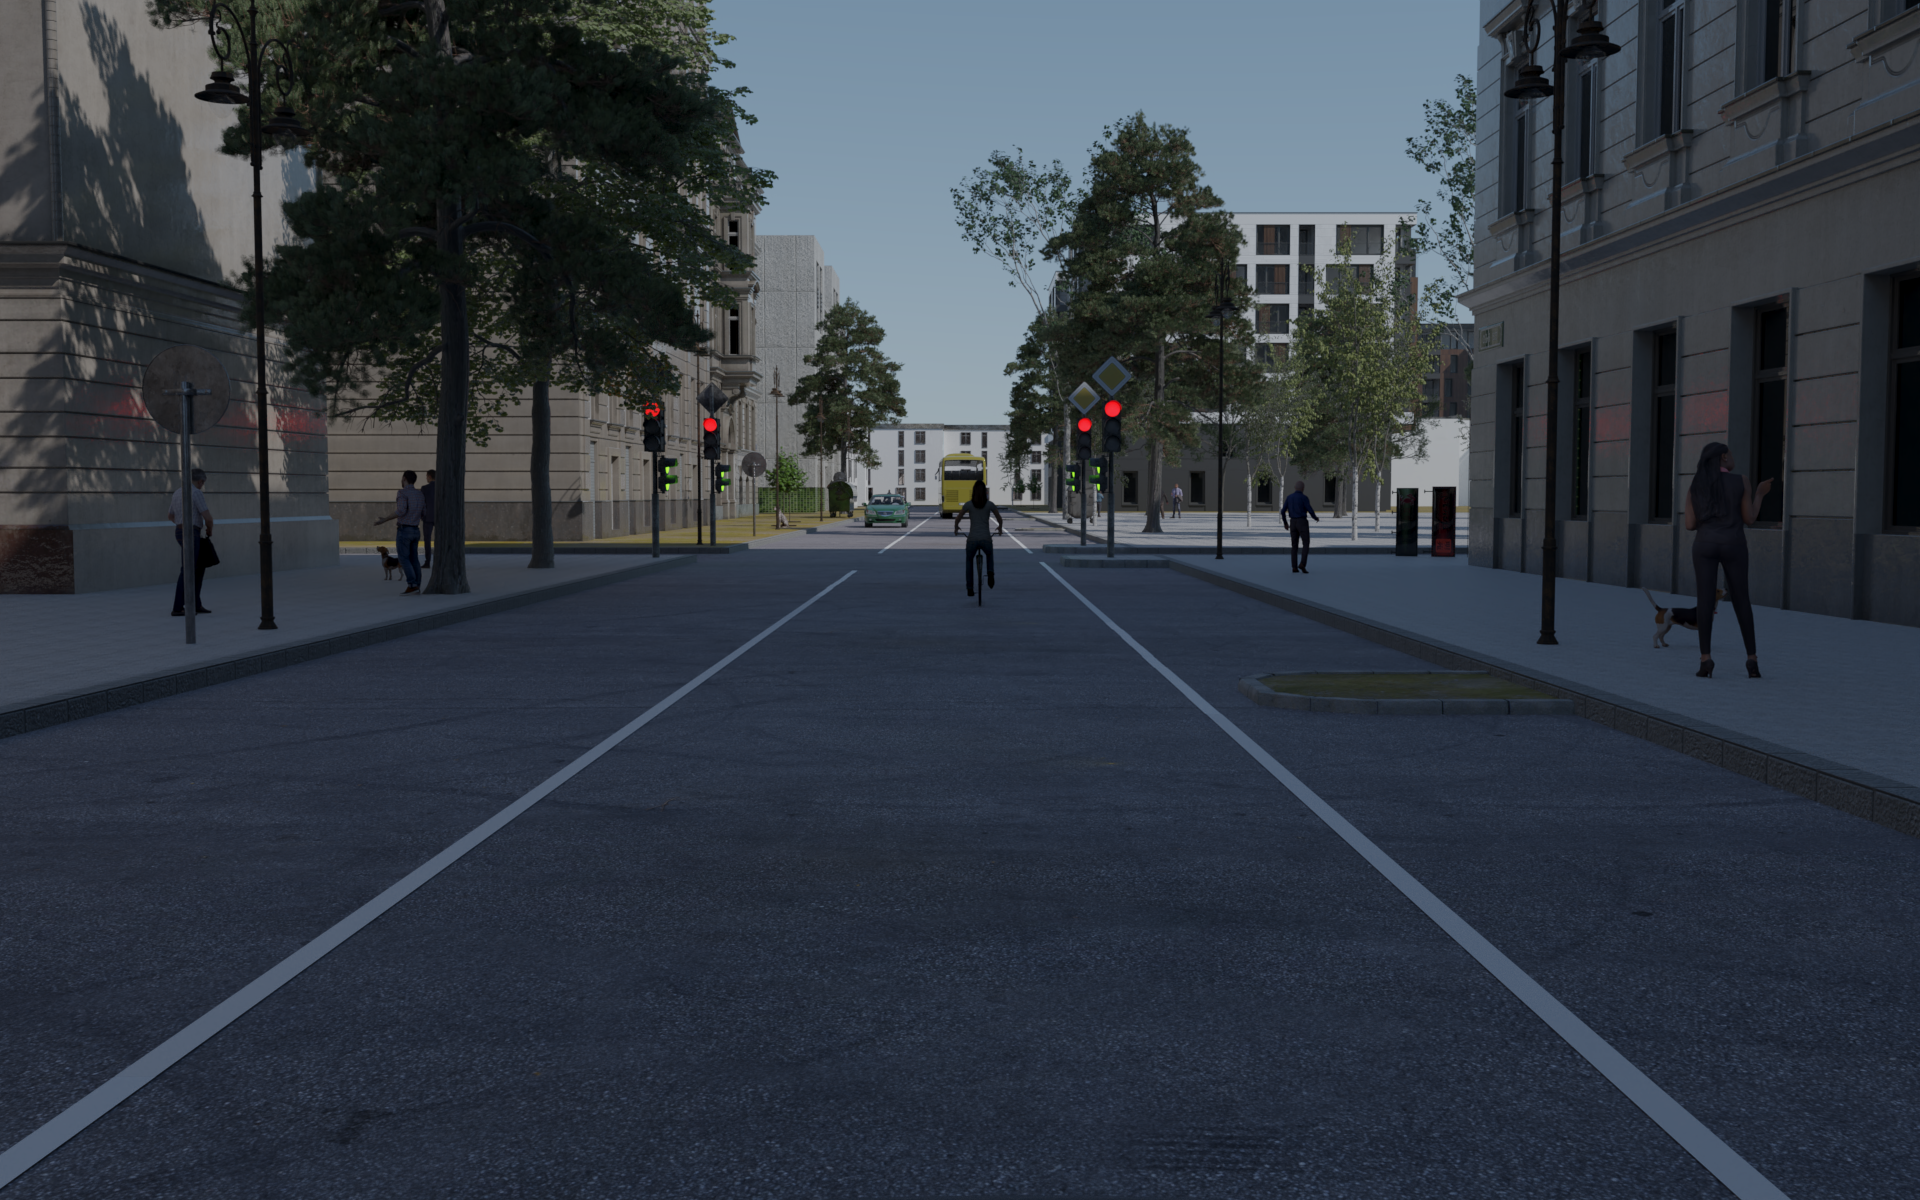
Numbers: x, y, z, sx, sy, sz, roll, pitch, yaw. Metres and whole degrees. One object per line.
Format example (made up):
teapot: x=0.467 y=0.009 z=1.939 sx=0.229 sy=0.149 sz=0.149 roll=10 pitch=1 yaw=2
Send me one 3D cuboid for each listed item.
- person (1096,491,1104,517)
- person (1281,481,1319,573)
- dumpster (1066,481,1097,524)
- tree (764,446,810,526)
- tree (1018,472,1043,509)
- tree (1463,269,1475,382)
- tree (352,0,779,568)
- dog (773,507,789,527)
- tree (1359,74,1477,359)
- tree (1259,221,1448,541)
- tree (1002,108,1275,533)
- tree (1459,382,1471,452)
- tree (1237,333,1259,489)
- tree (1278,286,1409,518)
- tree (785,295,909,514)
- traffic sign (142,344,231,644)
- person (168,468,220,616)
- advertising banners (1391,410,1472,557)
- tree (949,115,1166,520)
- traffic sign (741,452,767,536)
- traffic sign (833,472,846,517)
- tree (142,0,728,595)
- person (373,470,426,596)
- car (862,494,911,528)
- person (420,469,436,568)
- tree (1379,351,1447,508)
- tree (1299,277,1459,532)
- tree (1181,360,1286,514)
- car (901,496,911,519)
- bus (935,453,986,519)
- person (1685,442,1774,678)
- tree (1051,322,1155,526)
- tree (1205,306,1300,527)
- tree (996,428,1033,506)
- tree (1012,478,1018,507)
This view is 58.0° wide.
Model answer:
person: x=7.626 y=-5.308 z=95.044 sx=0.429 sy=1.552 sz=0.499 roll=-1 pitch=4 yaw=-19
person: x=5.604 y=-1.191 z=28.211 sx=0.600 sy=1.496 sz=0.574 roll=-2 pitch=4 yaw=-27
dumpster: x=5.269 y=-4.235 z=74.994 sx=1.264 sy=1.857 sz=1.865 roll=0 pitch=4 yaw=0
tree: x=-7.157 y=-4.557 z=69.109 sx=1.663 sy=3.219 sz=1.824 roll=0 pitch=3 yaw=0
tree: x=6.529 y=-9.543 z=150.629 sx=1.663 sy=3.219 sz=1.824 roll=0 pitch=3 yaw=0
tree: x=18.157 y=-8.678 z=49.315 sx=7.806 sy=13.903 sz=7.818 roll=0 pitch=3 yaw=0
tree: x=-6.852 y=-6.833 z=29.844 sx=7.486 sy=12.596 sz=7.792 roll=0 pitch=3 yaw=0
dog: x=-6.735 y=-3.191 z=66.559 sx=0.800 sy=0.831 sz=0.513 roll=0 pitch=4 yaw=8
tree: x=24.118 y=-13.511 z=76.792 sx=12.611 sy=20.169 sz=13.585 roll=0 pitch=3 yaw=0
tree: x=11.125 y=-5.941 z=47.504 sx=4.737 sy=8.622 sz=4.395 roll=0 pitch=3 yaw=0
tree: x=6.740 y=-9.170 z=57.358 sx=7.806 sy=13.903 sz=7.818 roll=0 pitch=3 yaw=0
tree: x=31.577 y=-9.334 z=102.971 sx=4.360 sy=8.622 sz=3.978 roll=0 pitch=3 yaw=0
tree: x=13.914 y=-7.624 z=75.019 sx=4.737 sy=8.622 sz=4.395 roll=0 pitch=3 yaw=0
tree: x=20.067 y=-10.342 z=91.155 sx=6.751 sy=12.117 sz=7.091 roll=0 pitch=3 yaw=0
tree: x=-7.299 y=-12.473 z=111.351 sx=7.806 sy=13.903 sz=7.818 roll=0 pitch=3 yaw=0
traffic sign: x=-6.601 y=-0.898 z=14.786 sx=0.768 sy=2.556 sz=0.104 roll=0 pitch=4 yaw=2
person: x=-8.179 y=-0.621 z=18.406 sx=0.614 sy=1.554 sz=0.590 roll=2 pitch=4 yaw=34
advertising banners: x=9.832 y=-2.389 z=35.254 sx=2.074 sy=3.025 sz=0.090 roll=2 pitch=4 yaw=30
tree: x=6.755 y=-14.048 z=85.569 sx=12.611 sy=20.169 sz=13.585 roll=0 pitch=3 yaw=0
traffic sign: x=-6.244 y=-3.204 z=52.495 sx=0.768 sy=2.556 sz=0.104 roll=0 pitch=4 yaw=2
traffic sign: x=-6.832 y=-6.012 z=98.398 sx=0.768 sy=2.556 sz=0.104 roll=0 pitch=4 yaw=2
tree: x=-6.516 y=-6.115 z=22.041 sx=6.751 sy=12.117 sz=7.091 roll=0 pitch=3 yaw=0
person: x=-7.001 y=-0.854 z=21.967 sx=0.435 sy=1.587 sz=0.963 roll=1 pitch=4 yaw=12
car: x=-3.180 y=-3.876 z=75.165 sx=2.131 sy=1.459 sz=4.920 roll=0 pitch=4 yaw=-1
person: x=-9.137 y=-1.413 z=30.070 sx=0.541 sy=1.710 sz=0.530 roll=-2 pitch=4 yaw=-24
tree: x=27.556 y=-10.915 z=112.874 sx=7.601 sy=10.594 sz=8.767 roll=3 pitch=4 yaw=39
tree: x=14.262 y=-6.664 z=59.323 sx=4.360 sy=8.622 sz=3.978 roll=0 pitch=3 yaw=0
tree: x=16.972 y=-10.886 z=112.397 sx=8.767 sy=10.594 sz=7.601 roll=0 pitch=4 yaw=8
car: x=-3.806 y=-5.373 z=100.434 sx=1.945 sy=1.354 sz=3.894 roll=0 pitch=4 yaw=-1
bus: x=0.034 y=-6.869 z=103.856 sx=2.896 sy=3.916 sz=12.252 roll=0 pitch=4 yaw=-2
person: x=5.363 y=-0.282 z=12.128 sx=0.593 sy=1.643 sz=0.415 roll=-1 pitch=4 yaw=-17
tree: x=5.580 y=-7.264 z=69.133 sx=4.360 sy=8.622 sz=3.978 roll=0 pitch=3 yaw=0
tree: x=11.476 y=-7.144 z=67.173 sx=4.360 sy=8.622 sz=3.978 roll=0 pitch=3 yaw=0
tree: x=5.674 y=-14.304 z=184.233 sx=4.737 sy=8.622 sz=4.395 roll=0 pitch=3 yaw=0
tree: x=6.188 y=-11.062 z=175.471 sx=1.663 sy=3.219 sz=1.824 roll=0 pitch=3 yaw=0
